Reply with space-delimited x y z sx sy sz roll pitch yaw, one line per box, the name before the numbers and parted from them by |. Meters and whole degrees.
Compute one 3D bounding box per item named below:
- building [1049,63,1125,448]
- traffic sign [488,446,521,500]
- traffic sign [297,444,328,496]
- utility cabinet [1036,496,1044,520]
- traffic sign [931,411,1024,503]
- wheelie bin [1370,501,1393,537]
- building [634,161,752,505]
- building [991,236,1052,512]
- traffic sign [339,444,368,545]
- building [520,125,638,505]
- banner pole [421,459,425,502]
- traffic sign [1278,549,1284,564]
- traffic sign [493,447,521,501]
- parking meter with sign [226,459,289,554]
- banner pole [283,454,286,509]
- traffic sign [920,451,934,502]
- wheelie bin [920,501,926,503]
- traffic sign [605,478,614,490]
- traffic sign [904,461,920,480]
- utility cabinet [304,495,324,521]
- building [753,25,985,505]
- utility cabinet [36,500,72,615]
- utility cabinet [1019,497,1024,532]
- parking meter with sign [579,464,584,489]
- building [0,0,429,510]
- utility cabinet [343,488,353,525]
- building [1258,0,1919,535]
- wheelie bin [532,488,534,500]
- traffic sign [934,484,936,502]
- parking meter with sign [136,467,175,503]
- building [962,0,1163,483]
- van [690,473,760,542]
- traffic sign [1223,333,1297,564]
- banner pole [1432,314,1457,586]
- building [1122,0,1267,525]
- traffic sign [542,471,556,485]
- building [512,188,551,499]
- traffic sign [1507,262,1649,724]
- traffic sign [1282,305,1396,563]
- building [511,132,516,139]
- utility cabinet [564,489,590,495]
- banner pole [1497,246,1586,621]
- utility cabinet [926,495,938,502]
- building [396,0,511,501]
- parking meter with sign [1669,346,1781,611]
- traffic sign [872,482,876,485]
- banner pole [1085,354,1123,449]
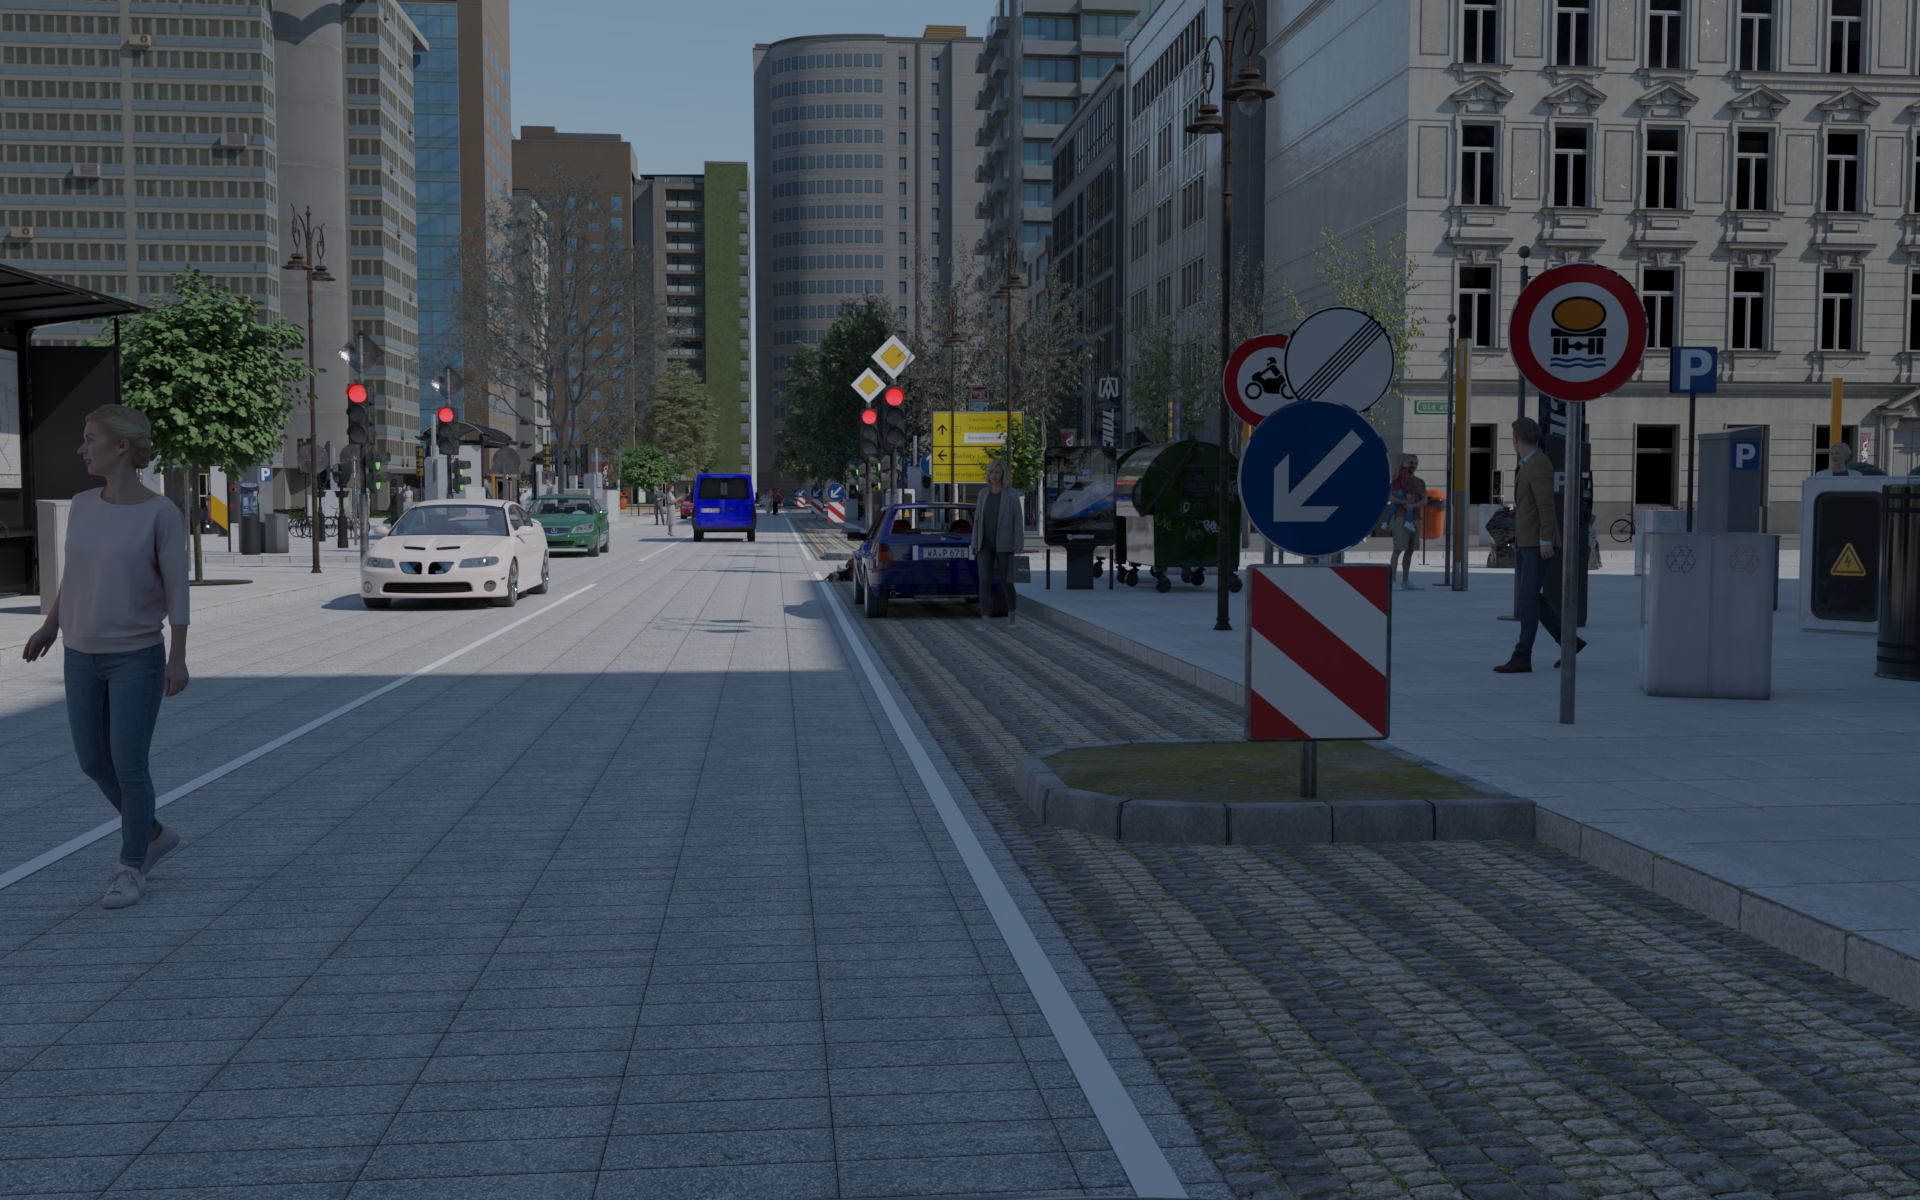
building | 14.115 -18.978 103.791 14.314 27.812 24.014 0 4 -6
traffic sign | -12.237 -2.846 46.532 0.884 2.594 0.081 0 4 -2
traffic sign | -16.376 -2.675 43.843 0.768 2.556 0.104 0 4 -6
utility cabinet | 4.268 -4.616 86.640 1.020 1.237 0.306 -3 4 -39
traffic sign | 0.429 -2.973 42.480 2.265 3.308 0.079 0 4 -1
wheelie bin | 12.452 -2.656 51.326 0.980 1.594 0.693 0 4 3
building | -33.026 -32.509 215.109 14.086 41.232 14.154 0 4 -6
building | 17.879 -17.542 131.847 27.650 21.520 28.899 0 4 -6
traffic sign | -15.109 -2.638 43.234 0.768 2.556 0.104 0 4 2
building | -47.177 -34.507 214.298 14.200 45.320 14.600 0 4 -6
banner pole | -32.189 -6.987 104.252 0.863 3.779 0.401 0 4 -7
traffic sign | 3.524 -1.031 18.982 0.606 2.300 0.079 0 4 -1
traffic sign | -12.263 -2.858 46.841 0.768 2.556 0.104 0 4 3
parking meter with sign | -15.359 -2.534 37.698 1.738 3.016 0.543 2 4 27
banner pole | -42.032 -7.201 107.753 0.401 3.779 0.863 -1 4 -21
traffic sign | -0.809 -3.151 51.626 0.768 2.556 0.104 0 4 2
wheelie bin | -2.038 -4.449 80.650 0.980 1.594 0.693 0 4 -5
traffic sign | -19.222 -5.753 94.066 0.884 2.594 0.081 0 4 -6
traffic sign | -1.838 -4.033 66.044 0.768 2.556 0.104 0 4 1
utility cabinet | -30.736 -4.369 82.594 0.306 1.237 1.020 2 4 31
building | -11.990 -41.513 220.736 28.212 58.520 21.231 0 4 -6
utility cabinet | -9.435 -0.464 18.753 0.306 1.237 1.020 1 4 22
utility cabinet | 1.195 -2.054 44.743 1.020 1.237 0.306 -3 5 -43
parking meter with sign | -21.659 -6.436 101.482 0.543 3.016 1.738 -3 5 -39
building | -51.613 -26.211 120.435 32.217 40.220 23.993 0 4 -6
utility cabinet | -22.919 -3.426 64.691 0.318 1.500 1.173 -1 4 -14
building | 34.280 -17.551 63.367 44.131 29.872 17.030 0 4 -6
wheelie bin | -21.754 -4.909 88.163 0.693 1.594 0.980 -2 4 -27
traffic sign | -0.964 -4.042 66.091 0.884 2.594 0.081 0 4 0
parking meter with sign | -42.010 -5.767 90.544 1.738 3.016 0.543 0 4 -4
building | 13.322 -33.146 161.552 23.786 49.044 30.456 0 4 -6
van | -7.301 -3.018 53.733 2.240 2.365 5.245 0 4 -7
traffic sign | 2.470 -0.840 13.832 0.768 2.556 0.104 0 4 1
banner pole | 6.762 -2.075 23.942 0.401 3.779 0.863 1 4 17
building | 15.590 -16.115 81.507 12.078 24.808 19.932 0 4 -6
traffic sign | -18.098 -4.532 76.236 0.606 2.300 0.079 0 4 -5
building | -46.745 -24.073 165.292 14.107 30.474 14.160 0 4 -6
traffic sign | 3.396 -0.581 9.611 0.768 2.556 0.104 0 4 1
traffic sign | 2.563 -0.715 11.801 0.768 2.556 0.104 0 4 0
building | -65.295 -36.181 215.260 21.600 48.544 21.300 0 4 -6
utility cabinet | -16.284 -3.959 73.411 1.173 1.500 0.318 1 4 9
banner pole | 5.916 -1.683 17.526 0.863 3.779 0.401 1 4 10
utility cabinet | -1.099 -4.410 83.261 1.020 1.237 0.306 1 4 10
building | -44.309 -29.977 140.237 14.600 45.320 14.200 0 4 -6
parking meter with sign | 8.738 -1.435 19.719 0.543 3.016 1.738 0 4 -5
traffic sign | -4.501 -5.956 97.384 0.884 2.594 0.081 0 4 -2
banner pole | 2.495 -2.497 30.847 0.863 3.779 0.401 2 4 29
